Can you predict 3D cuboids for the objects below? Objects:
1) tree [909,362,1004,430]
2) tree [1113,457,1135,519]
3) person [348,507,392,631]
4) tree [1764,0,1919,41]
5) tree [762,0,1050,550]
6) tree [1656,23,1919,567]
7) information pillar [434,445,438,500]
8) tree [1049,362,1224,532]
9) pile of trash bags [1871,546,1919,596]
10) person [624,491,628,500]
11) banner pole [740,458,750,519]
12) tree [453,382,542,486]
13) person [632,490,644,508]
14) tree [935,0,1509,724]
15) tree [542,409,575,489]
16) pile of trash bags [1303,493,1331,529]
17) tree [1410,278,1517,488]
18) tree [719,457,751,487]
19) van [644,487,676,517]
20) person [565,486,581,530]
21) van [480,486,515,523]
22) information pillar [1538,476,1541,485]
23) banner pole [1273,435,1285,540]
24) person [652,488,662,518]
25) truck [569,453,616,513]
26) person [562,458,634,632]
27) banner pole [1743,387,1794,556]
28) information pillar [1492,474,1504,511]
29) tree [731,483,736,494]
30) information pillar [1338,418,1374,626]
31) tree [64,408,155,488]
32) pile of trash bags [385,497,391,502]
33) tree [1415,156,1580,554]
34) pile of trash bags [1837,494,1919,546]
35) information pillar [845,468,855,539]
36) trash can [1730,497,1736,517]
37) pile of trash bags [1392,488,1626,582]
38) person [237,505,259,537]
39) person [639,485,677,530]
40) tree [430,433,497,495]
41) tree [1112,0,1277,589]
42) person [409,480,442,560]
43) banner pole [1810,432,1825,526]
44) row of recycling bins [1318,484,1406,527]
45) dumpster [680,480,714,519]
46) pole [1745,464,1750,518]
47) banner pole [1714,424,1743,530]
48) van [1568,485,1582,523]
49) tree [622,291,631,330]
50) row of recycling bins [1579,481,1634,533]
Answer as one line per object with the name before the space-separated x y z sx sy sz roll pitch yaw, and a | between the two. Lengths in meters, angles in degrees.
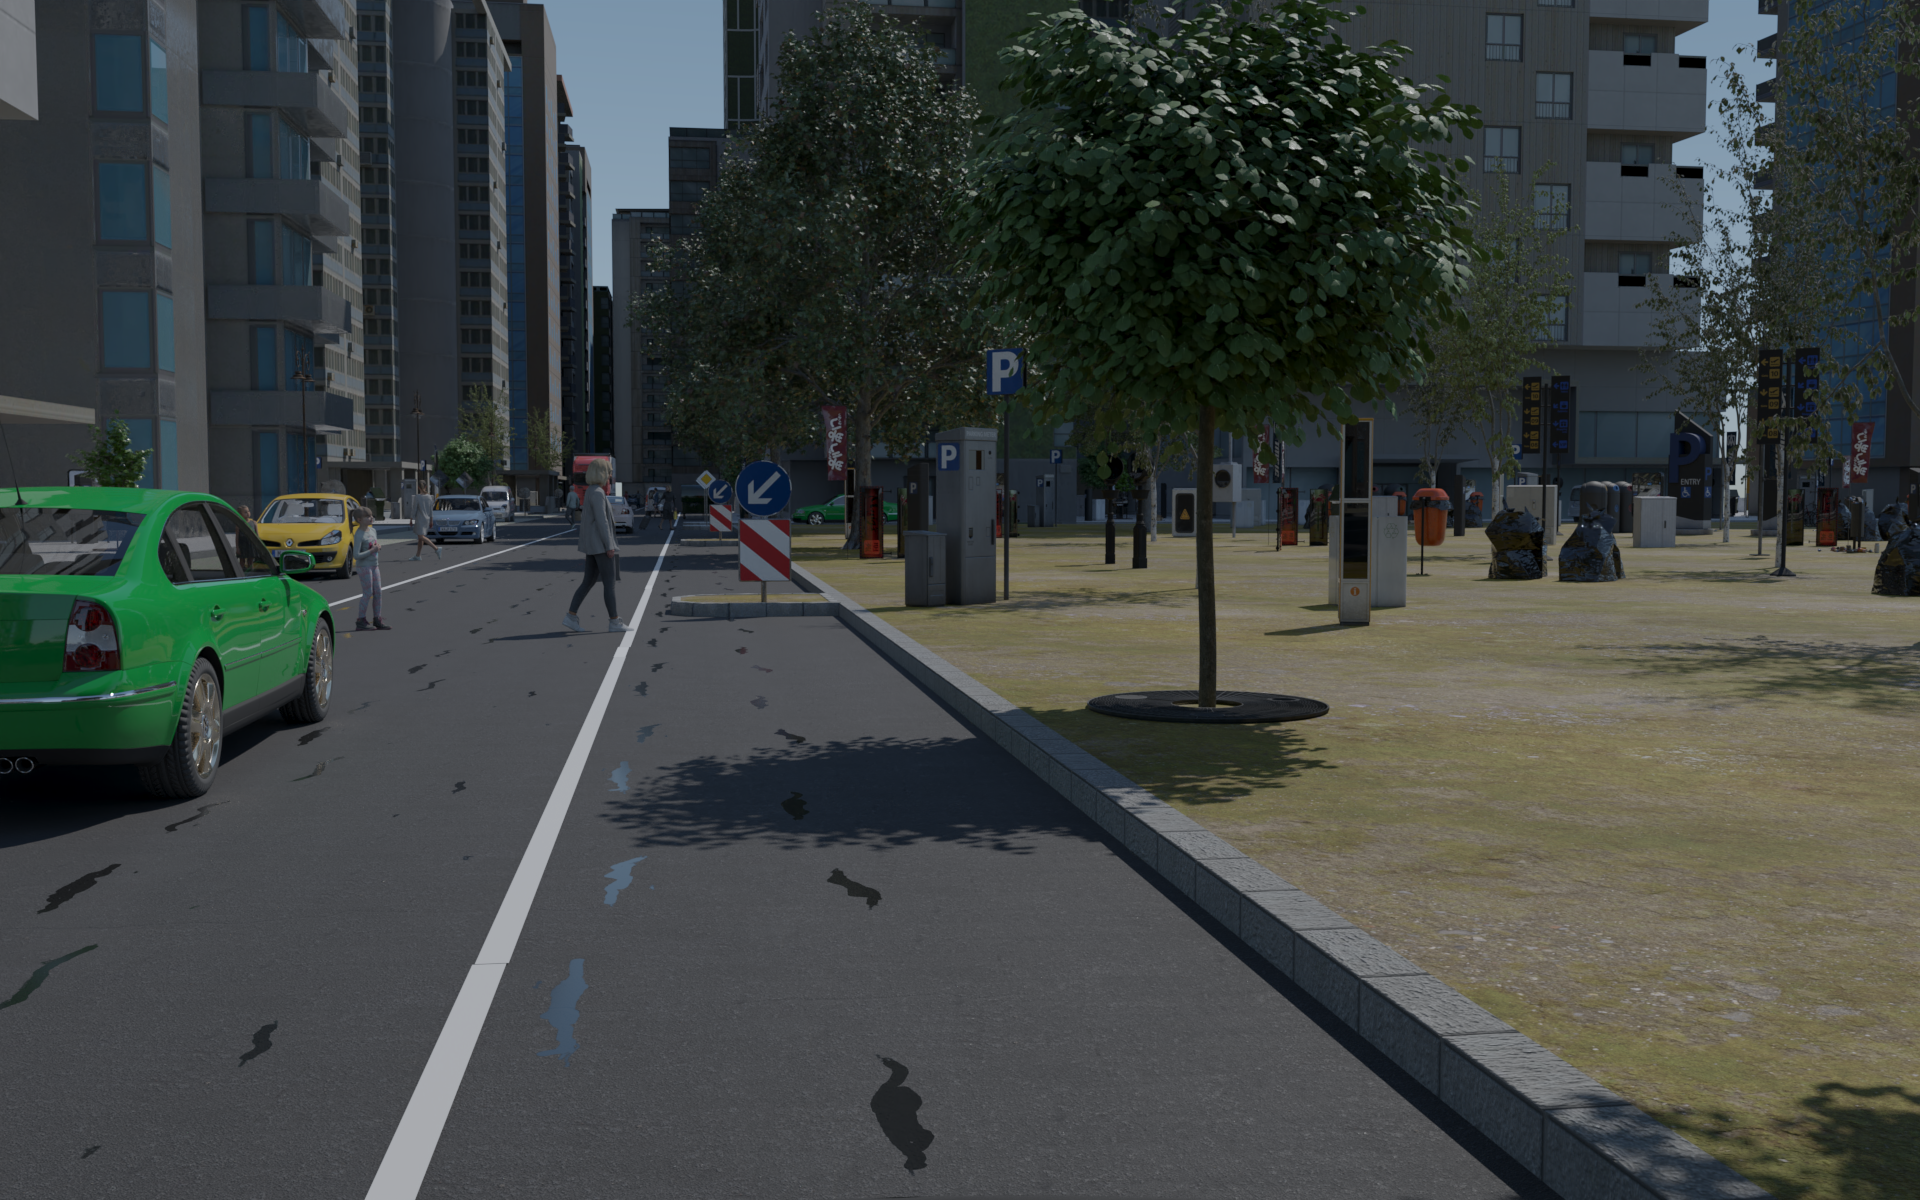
tree | -0.088 -7.143 67.153 4.737 8.622 4.395 0 3 0
tree | 8.198 -5.707 87.917 1.663 3.219 1.824 0 3 0
person | -6.197 -0.333 18.216 0.394 1.301 0.425 0 4 -3
tree | 8.886 -3.984 15.507 4.360 8.622 3.978 0 3 0
tree | -2.166 -7.532 40.164 9.611 12.733 9.660 0 3 0
tree | 14.200 -4.876 30.079 4.360 8.622 3.978 0 3 0
information pillar | -24.803 -5.546 82.033 0.183 3.616 0.504 -2 4 -27
tree | 5.916 -8.545 57.832 7.486 12.596 7.792 0 3 0
pile of trash bags | 13.505 -0.732 21.714 3.447 1.369 1.912 0 3 0
person | -32.800 -9.812 169.648 0.721 1.743 1.217 -3 5 -39
banner pole | -10.188 -5.651 82.403 0.863 3.779 0.401 3 5 44
tree | -30.724 -9.931 112.734 4.737 8.622 4.395 0 3 0
person | -32.918 -10.314 177.221 1.350 1.814 0.705 -1 4 -18
tree | 1.479 -1.627 10.311 4.285 4.588 4.351 0 3 0
tree | -34.888 -11.971 146.089 4.737 8.622 4.395 0 3 0
pile of trash bags | 13.541 -3.292 63.570 1.912 1.369 3.447 1 4 12
tree | 15.482 -6.452 55.850 4.360 8.622 3.978 0 3 0
tree | -12.207 -7.132 100.319 4.285 4.588 4.351 0 3 0
van | -18.761 -6.184 108.124 2.013 2.044 4.112 0 4 -8
person | -15.626 -3.739 70.116 0.515 1.767 0.782 2 4 27
van | -23.559 -4.941 87.804 2.013 2.044 4.112 -1 4 -10
information pillar | 23.685 -4.031 70.396 0.304 2.012 0.304 -1 4 -21
banner pole | 9.029 -3.602 48.912 0.401 3.779 0.863 -1 4 -19
person | -18.243 -5.855 104.255 0.654 1.822 0.581 0 4 -8
truck | -25.547 -8.081 121.037 2.839 4.237 11.283 -1 4 -9
person | -3.791 -0.572 18.036 0.728 1.800 0.709 -1 4 -20
banner pole | 16.812 -2.801 35.816 0.401 3.779 0.863 -2 4 -35
information pillar | 19.454 -3.558 62.668 0.304 2.012 0.304 3 5 40
tree | -20.763 -9.789 154.655 1.663 3.219 1.824 0 3 0
information pillar | 3.869 -0.762 16.951 0.304 2.012 0.304 1 4 10
tree | -18.877 -2.711 38.919 1.663 3.219 1.824 0 3 0
pile of trash bags | -37.245 -6.420 114.716 3.447 1.369 1.912 -3 4 -36
tree | 11.306 -5.301 37.033 4.737 8.622 4.395 0 3 0
pile of trash bags | 25.140 -2.291 47.207 1.912 1.369 3.447 -1 4 -10
information pillar | -3.118 -2.731 49.141 0.304 2.012 0.304 0 4 -5
trash can | 43.630 -5.291 98.159 0.748 1.137 0.748 0 3 0
pile of trash bags | 8.569 -1.043 26.801 3.447 1.369 1.912 3 5 41
person | -11.158 -0.854 27.130 0.362 1.253 0.373 -2 4 -31
person | -12.096 -3.725 69.622 1.509 1.804 0.699 1 4 12
tree | -27.931 -6.962 97.542 4.285 4.588 4.351 0 3 0
tree | 3.401 -4.473 23.504 4.360 8.622 3.978 0 3 0
person | -11.530 -1.717 37.325 0.760 1.731 0.466 0 4 1
banner pole | 34.409 -4.853 69.363 0.401 3.779 0.863 0 4 -3
row of recycling bins | 15.789 -3.742 68.286 3.534 1.692 1.069 0 4 -5
dumpster | -14.950 -5.744 98.868 1.985 2.255 1.502 -1 4 -9
pole | 42.830 -6.134 94.142 0.158 3.312 0.155 0 3 0
banner pole | 27.043 -4.345 61.065 0.401 3.779 0.863 -1 4 -21
van | 30.448 -4.492 80.455 4.112 2.044 2.013 -1 4 -9
tree | -6.069 -8.529 56.451 9.611 12.733 9.660 0 3 0
row of recycling bins | 21.533 -3.053 57.032 3.534 1.692 1.069 -3 5 -39
